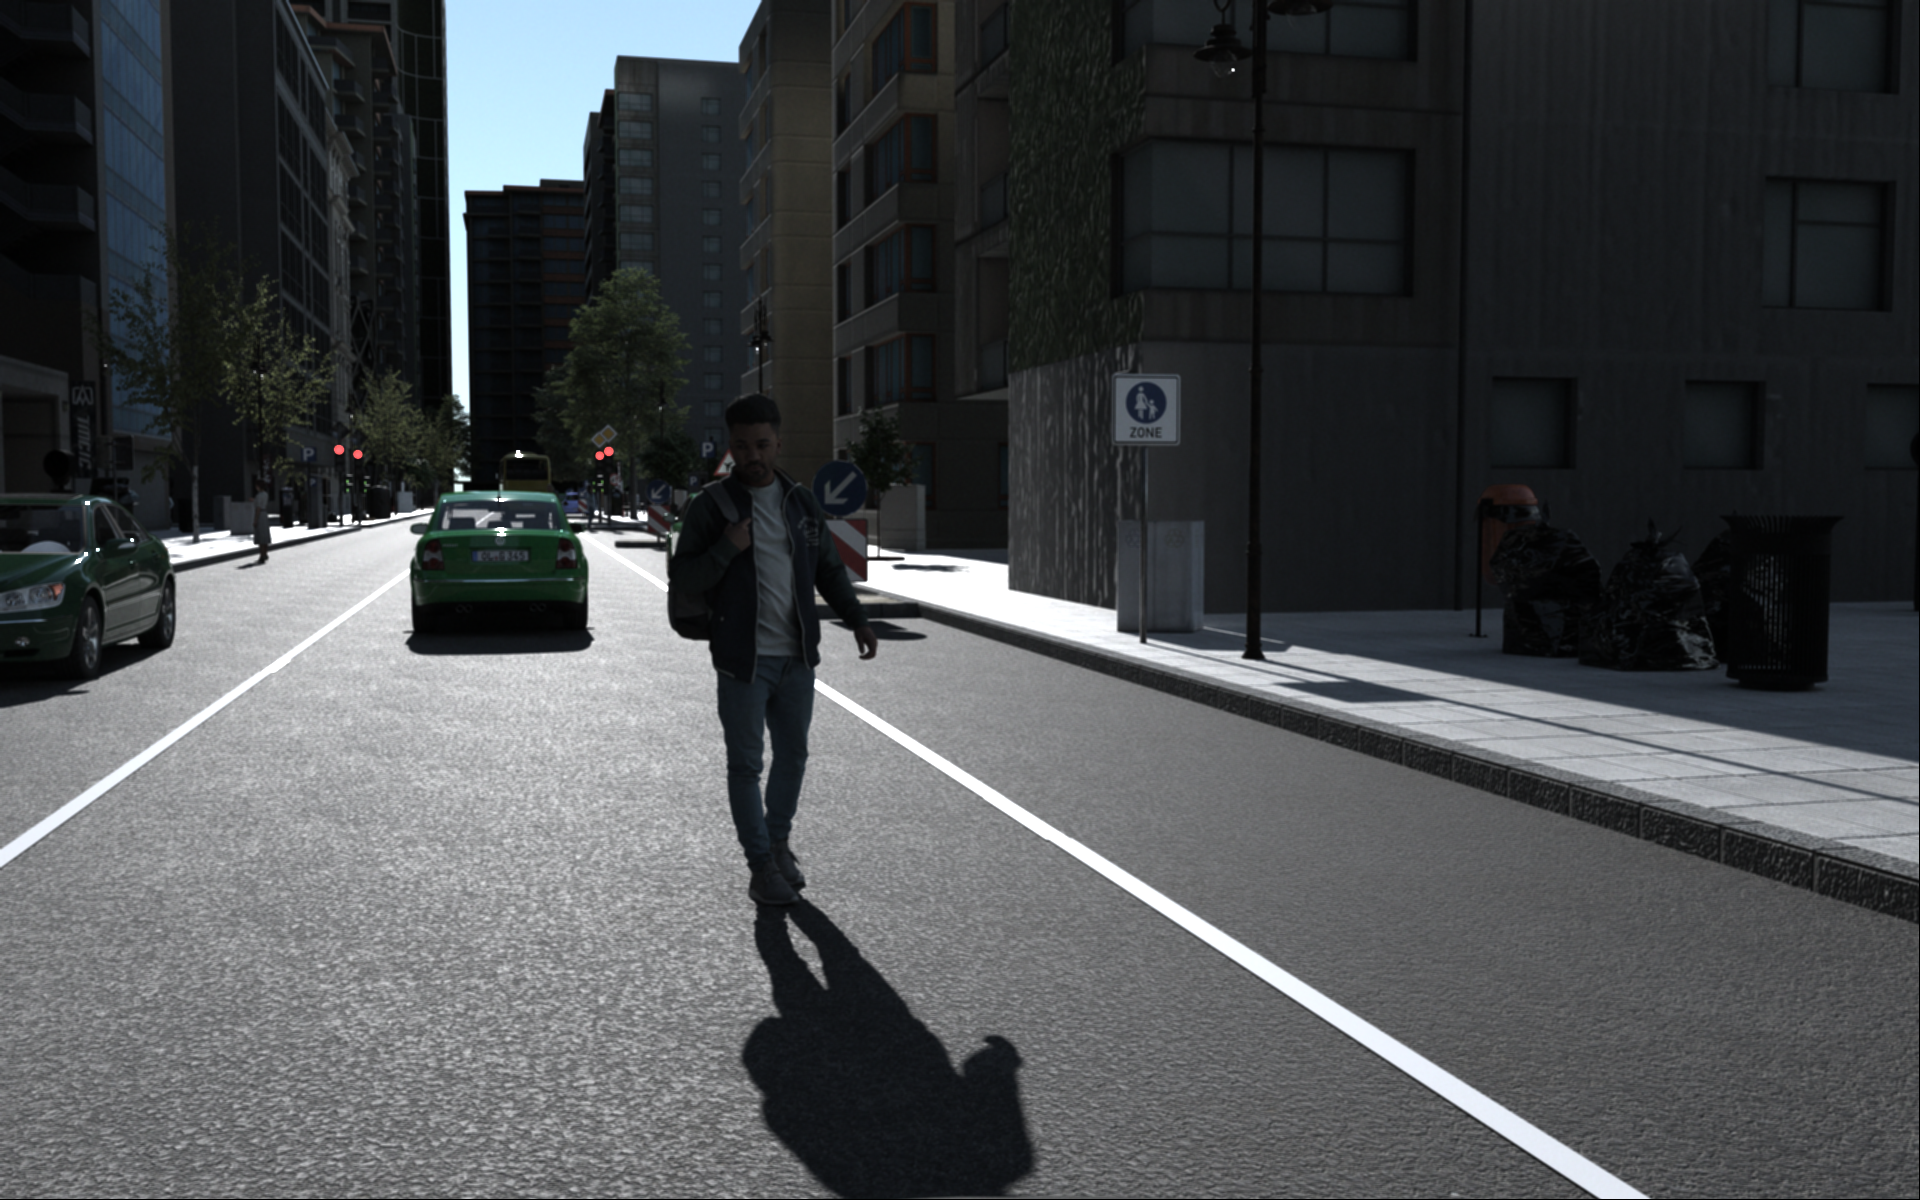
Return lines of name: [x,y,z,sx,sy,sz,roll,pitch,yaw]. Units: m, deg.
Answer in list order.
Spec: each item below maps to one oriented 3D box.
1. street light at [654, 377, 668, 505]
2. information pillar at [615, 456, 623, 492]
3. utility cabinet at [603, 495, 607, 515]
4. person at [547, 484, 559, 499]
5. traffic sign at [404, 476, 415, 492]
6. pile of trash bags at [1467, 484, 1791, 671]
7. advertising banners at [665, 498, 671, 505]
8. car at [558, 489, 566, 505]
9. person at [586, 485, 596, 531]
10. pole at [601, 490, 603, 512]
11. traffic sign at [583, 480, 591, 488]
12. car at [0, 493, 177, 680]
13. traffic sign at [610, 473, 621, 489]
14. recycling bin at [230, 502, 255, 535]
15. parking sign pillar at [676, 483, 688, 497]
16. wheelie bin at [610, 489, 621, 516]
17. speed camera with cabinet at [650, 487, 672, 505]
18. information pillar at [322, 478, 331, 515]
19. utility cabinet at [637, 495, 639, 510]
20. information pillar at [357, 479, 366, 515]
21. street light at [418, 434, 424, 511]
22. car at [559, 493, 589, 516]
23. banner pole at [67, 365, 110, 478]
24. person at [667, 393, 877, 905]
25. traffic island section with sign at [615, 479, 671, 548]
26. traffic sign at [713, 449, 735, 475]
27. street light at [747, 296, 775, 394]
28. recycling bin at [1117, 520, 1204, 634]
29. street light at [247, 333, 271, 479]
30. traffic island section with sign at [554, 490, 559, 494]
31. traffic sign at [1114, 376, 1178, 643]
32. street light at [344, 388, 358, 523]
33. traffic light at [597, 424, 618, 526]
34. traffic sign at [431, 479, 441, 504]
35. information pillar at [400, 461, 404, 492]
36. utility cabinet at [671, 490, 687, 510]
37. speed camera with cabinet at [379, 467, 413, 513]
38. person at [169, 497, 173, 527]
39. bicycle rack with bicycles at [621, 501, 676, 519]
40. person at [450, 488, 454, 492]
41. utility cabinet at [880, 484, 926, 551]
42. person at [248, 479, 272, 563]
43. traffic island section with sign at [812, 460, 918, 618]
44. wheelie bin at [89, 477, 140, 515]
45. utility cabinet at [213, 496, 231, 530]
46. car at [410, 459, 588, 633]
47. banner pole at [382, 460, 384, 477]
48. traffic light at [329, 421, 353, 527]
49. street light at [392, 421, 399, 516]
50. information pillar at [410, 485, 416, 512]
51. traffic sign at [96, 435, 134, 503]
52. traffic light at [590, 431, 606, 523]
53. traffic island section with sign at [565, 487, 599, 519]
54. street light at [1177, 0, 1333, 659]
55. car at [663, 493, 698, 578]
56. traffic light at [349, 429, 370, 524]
street light: [-11.818,-5.865,68.681,0.468,5.910,1.993,-1,4,-14]
information pillar: [-21.186,-7.105,107.518,0.504,3.616,0.183,2,4,24]
utility cabinet: [-20.843,-5.668,103.838,1.020,1.237,0.306,0,4,7]
person: [-14.598,-3.254,61.882,0.537,1.800,0.526,0,4,6]
traffic sign: [-39.161,-7.532,123.259,0.768,2.556,0.104,0,4,-6]
pile of trash bags: [5.221,-0.275,14.241,1.912,1.369,3.447,-1,4,-13]
advertising banners: [-24.209,-9.082,144.681,2.074,3.025,0.090,2,4,34]
car: [-31.564,-7.851,137.165,1.959,1.807,4.718,-1,4,-14]
person: [-14.317,-3.567,67.091,0.793,1.790,0.793,-2,4,-32]
pole: [-26.064,-8.090,126.116,0.158,3.312,0.155,0,3,0]
traffic sign: [-31.815,-9.049,148.061,0.768,2.556,0.104,-1,4,-10]
car: [-7.962,-0.175,14.656,2.131,1.459,4.920,-1,4,-13]
traffic sign: [-20.910,-6.415,104.994,0.768,2.556,0.104,0,4,-7]
recycling bin: [-22.699,-2.588,54.865,0.722,1.027,0.722,-1,4,-16]
parking sign pillar: [-19.550,-8.171,122.066,1.447,3.967,1.447,1,4,23]
wheelie bin: [-20.262,-5.755,102.001,0.693,1.594,0.980,-3,5,-41]
speed camera with cabinet: [-21.868,-8.092,126.643,0.660,3.252,2.038,-3,5,-44]
information pillar: [-28.797,-4.538,78.686,0.304,2.012,0.304,0,4,6]
utility cabinet: [-25.703,-7.681,136.747,0.306,1.237,1.020,-3,5,-41]
information pillar: [-29.773,-4.996,86.184,0.304,2.012,0.304,0,4,5]
street light: [-40.435,-9.619,130.061,0.468,5.910,1.993,-1,4,-14]
car: [-23.503,-5.891,105.905,1.945,1.707,3.694,-1,4,-15]
banner pole: [-16.845,-2.671,33.685,0.863,3.779,0.401,-1,4,-18]
person: [-0.703,0.166,6.140,0.623,1.781,0.721,-3,5,-43]
traffic island section with sign: [-8.354,-2.350,47.057,1.989,1.847,2.006,-1,4,-14]
traffic sign: [-6.600,-3.027,49.495,0.884,2.594,0.081,-1,4,-10]
street light: [-4.672,-4.151,40.660,0.468,5.910,1.993,-1,4,-14]
recycling bin: [1.896,-0.231,16.327,0.722,1.027,0.722,1,4,16]
street light: [-20.111,-4.711,49.810,0.468,5.910,1.993,-1,4,-14]
traffic island section with sign: [-28.833,-7.272,127.519,1.989,1.847,2.006,-1,4,-14]
traffic sign: [1.577,-0.778,14.842,0.606,2.300,0.079,-1,4,-12]
street light: [-26.503,-6.278,75.431,0.468,5.910,1.993,-1,4,-14]
traffic light: [-14.058,-4.912,69.233,0.839,4.253,0.868,-1,4,-14]
traffic sign: [-44.675,-9.025,147.670,0.768,2.556,0.104,-1,4,-13]
information pillar: [-38.292,-7.803,118.941,0.183,3.616,0.504,0,4,0]
utility cabinet: [-16.520,-5.706,101.978,1.173,1.500,0.318,3,5,44]
speed camera with cabinet: [-37.515,-7.392,115.194,2.038,3.252,0.660,-2,4,-32]
person: [-31.036,-3.509,67.686,0.589,1.601,0.330,1,4,18]
bicycle rack with bicycles: [-16.505,-4.736,90.810,2.852,0.926,2.925,-2,4,-32]
person: [-28.858,-5.470,98.281,0.374,1.781,0.599,2,4,35]
utility cabinet: [-1.287,-1.864,39.160,1.173,1.500,0.318,3,5,44]
person: [-14.738,-1.668,36.338,0.524,1.755,0.480,0,4,1]
traffic island section with sign: [-1.687,-0.753,20.936,1.989,1.847,2.006,-1,4,-14]
wheelie bin: [-15.914,-1.508,32.571,0.980,1.594,0.693,-3,5,-43]
utility cabinet: [-26.389,-3.106,61.944,0.306,1.237,1.020,-3,5,-42]
car: [-5.164,-0.650,19.419,1.959,1.807,4.718,-1,4,-15]
banner pole: [-42.743,-8.460,128.343,0.401,3.779,0.863,-2,4,-29]
traffic light: [-23.854,-4.759,66.730,0.839,4.253,0.868,-1,4,-14]
street light: [-33.514,-7.948,102.735,0.468,5.910,1.993,-1,4,-14]
information pillar: [-40.260,-7.523,127.494,0.304,2.012,0.304,2,4,34]
traffic sign: [-14.727,-1.718,30.213,0.606,2.300,0.079,0,4,-8]
traffic light: [-16.030,-5.385,76.971,0.839,4.253,0.868,-1,4,-14]
traffic island section with sign: [-22.108,-5.654,101.073,1.989,1.847,2.006,-1,4,-14]
street light: [2.289,-2.481,13.344,0.468,5.910,1.993,-1,4,-14]
car: [-3.813,-1.191,28.268,1.959,1.807,4.718,-1,4,-13]
traffic light: [-25.825,-5.232,74.469,0.839,4.253,0.868,-1,4,-14]
